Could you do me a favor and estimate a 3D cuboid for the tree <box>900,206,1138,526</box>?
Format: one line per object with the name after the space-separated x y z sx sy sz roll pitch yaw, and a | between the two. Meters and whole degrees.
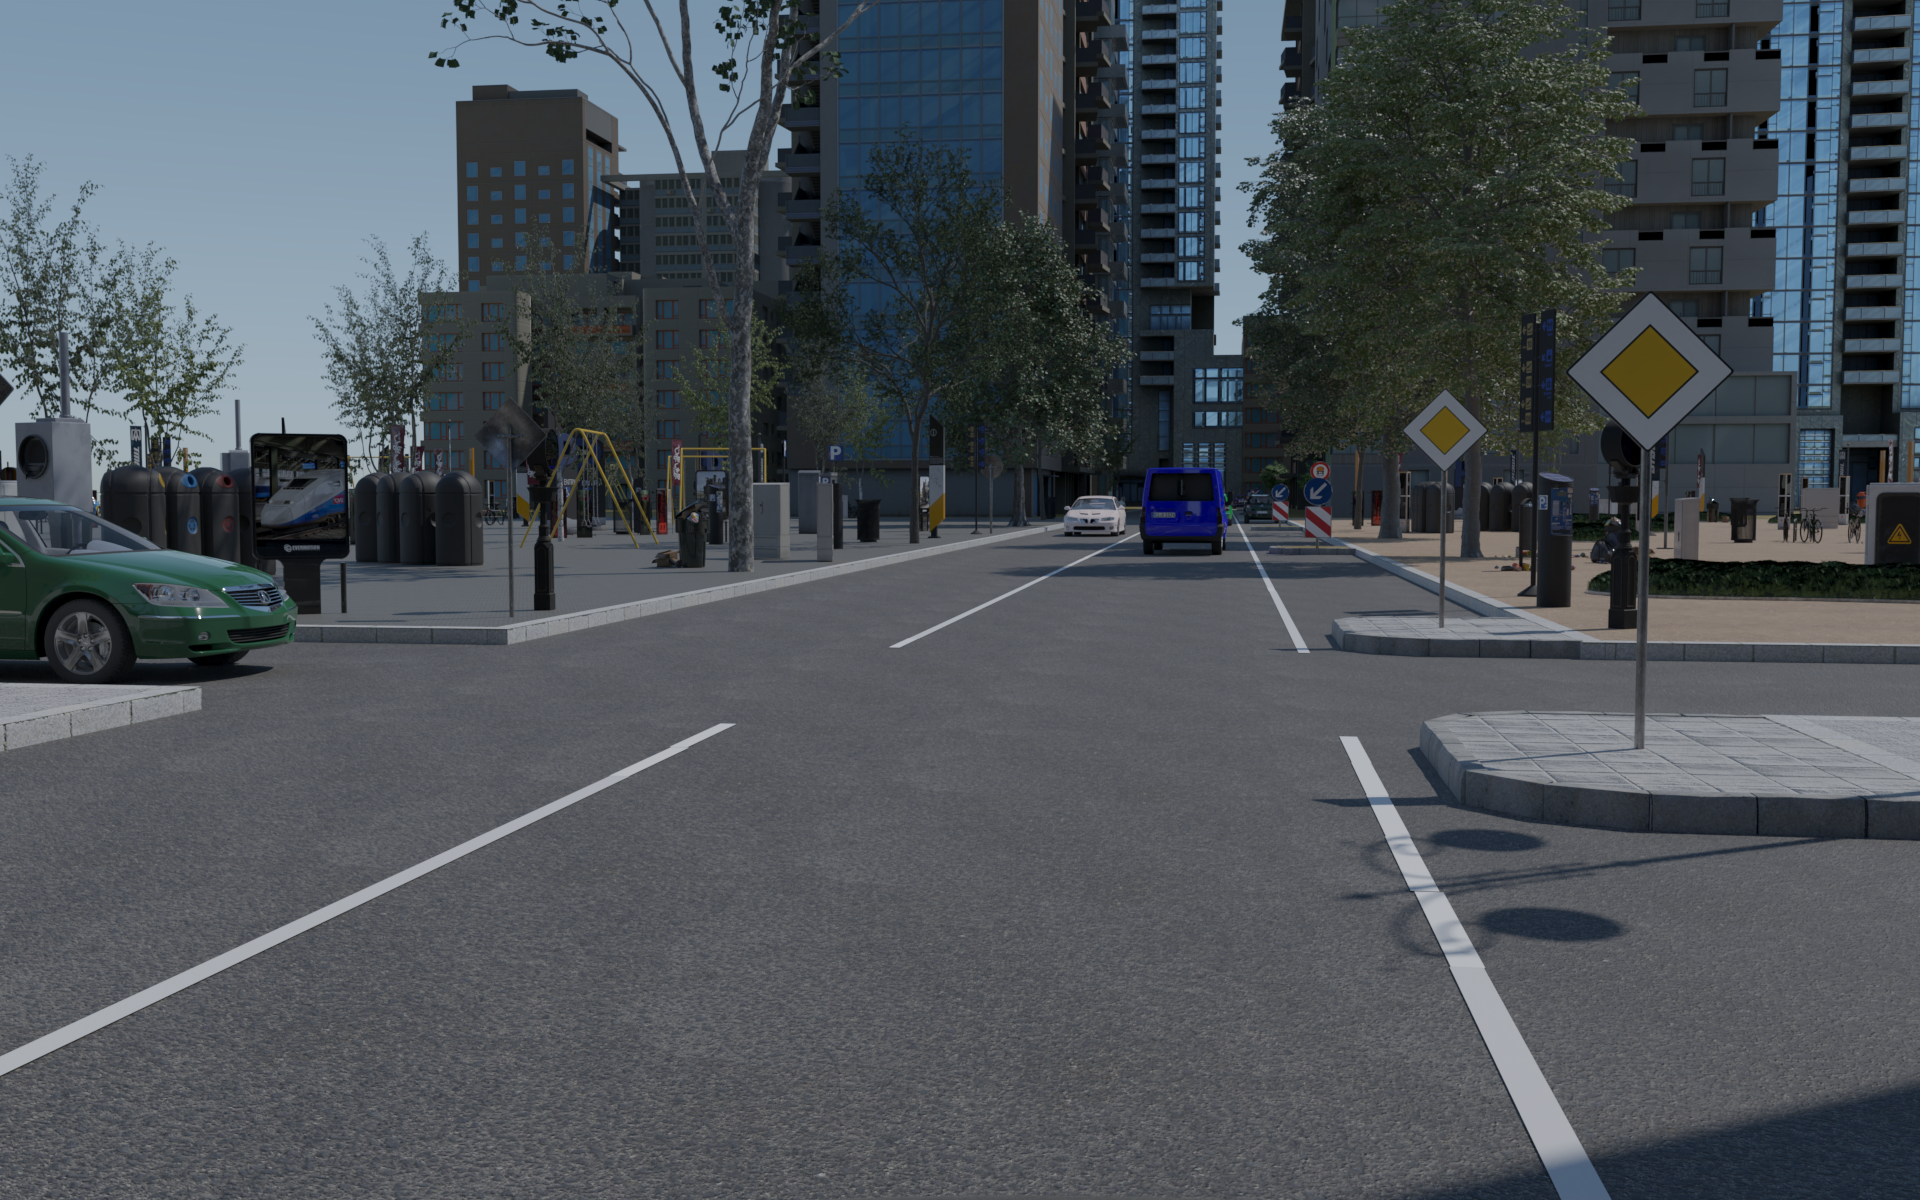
2.321 -9.328 69.523 9.611 12.733 9.660 0 3 0 | tree

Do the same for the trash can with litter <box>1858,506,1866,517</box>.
20.261 -1.631 38.054 1.055 1.170 0.624 -3 4 -39 | trash can with litter

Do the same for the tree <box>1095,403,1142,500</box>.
12.457 -11.582 139.723 4.737 8.622 4.395 0 3 0 | tree

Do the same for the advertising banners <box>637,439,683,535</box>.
-9.443 -3.577 54.676 0.090 3.025 2.074 2 4 34 | advertising banners

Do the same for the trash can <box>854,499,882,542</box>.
-2.447 -2.115 46.228 0.748 1.137 0.748 0 3 0 | trash can

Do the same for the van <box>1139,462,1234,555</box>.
5.557 -2.332 42.507 2.240 2.365 5.245 1 4 10 | van

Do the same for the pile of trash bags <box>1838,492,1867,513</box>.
40.844 -4.299 80.045 3.447 1.369 1.912 -2 4 -30 | pile of trash bags

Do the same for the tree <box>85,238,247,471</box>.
-23.170 -6.101 50.108 4.737 8.622 4.395 0 3 0 | tree

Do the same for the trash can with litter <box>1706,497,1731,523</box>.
34.150 -4.071 77.940 1.055 1.170 0.624 2 4 27 | trash can with litter

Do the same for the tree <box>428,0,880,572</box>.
-4.047 -10.620 29.523 12.611 20.169 13.585 0 3 0 | tree

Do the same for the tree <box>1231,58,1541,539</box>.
12.385 -8.753 49.771 9.857 13.997 8.962 0 3 0 | tree

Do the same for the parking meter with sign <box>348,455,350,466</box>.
-27.388 -4.900 76.368 0.543 3.016 1.738 0 4 -4 | parking meter with sign

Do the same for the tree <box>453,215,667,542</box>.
-10.555 -5.884 46.559 4.360 8.622 3.978 0 3 0 | tree

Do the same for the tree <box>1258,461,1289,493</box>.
30.435 -11.220 167.165 4.285 4.588 4.351 0 3 0 | tree

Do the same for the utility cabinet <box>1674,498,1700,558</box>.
12.572 -1.152 29.996 0.306 1.237 1.020 1 4 16 | utility cabinet

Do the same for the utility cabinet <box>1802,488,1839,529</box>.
31.400 -3.337 63.234 1.173 1.500 0.318 0 4 4 | utility cabinet

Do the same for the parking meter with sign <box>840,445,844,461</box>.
-4.662 -3.969 61.162 0.543 3.016 1.738 1 4 16 | parking meter with sign

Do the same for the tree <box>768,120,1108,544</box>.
-1.373 -6.722 44.323 8.767 10.594 7.601 2 4 29 | tree

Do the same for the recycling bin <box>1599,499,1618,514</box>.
32.591 -4.556 87.043 0.722 1.027 0.722 -3 5 -39 | recycling bin

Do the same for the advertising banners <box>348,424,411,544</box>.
-14.719 -2.905 43.682 2.074 3.025 0.090 2 4 28 | advertising banners

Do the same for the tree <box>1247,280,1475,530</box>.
14.262 -7.814 62.164 8.767 10.594 7.601 1 4 23 | tree

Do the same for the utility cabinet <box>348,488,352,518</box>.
-23.732 -3.688 68.976 1.173 1.500 0.318 -2 4 -28 | utility cabinet

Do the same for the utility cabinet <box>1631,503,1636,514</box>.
33.884 -4.754 86.398 0.318 1.500 1.173 0 4 -4 | utility cabinet

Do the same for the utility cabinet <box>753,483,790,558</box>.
-3.921 -1.570 34.346 1.173 1.500 0.318 3 4 36 | utility cabinet

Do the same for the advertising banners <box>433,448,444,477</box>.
-18.969 -4.206 64.961 2.074 3.025 0.090 2 4 29 | advertising banners

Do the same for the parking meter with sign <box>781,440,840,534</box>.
-4.848 -3.644 55.835 1.738 3.016 0.543 0 4 1 | parking meter with sign

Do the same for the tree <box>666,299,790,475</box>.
-8.509 -6.998 64.775 4.737 8.622 4.395 0 3 0 | tree

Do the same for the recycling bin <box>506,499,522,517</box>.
-24.534 -5.079 95.588 0.722 1.027 0.722 2 4 24 | recycling bin

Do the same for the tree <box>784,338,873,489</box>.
-6.249 -7.865 78.948 4.360 8.622 3.978 0 3 0 | tree

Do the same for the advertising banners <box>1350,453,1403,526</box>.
16.784 -4.498 69.726 2.074 3.025 0.090 1 4 11 | advertising banners

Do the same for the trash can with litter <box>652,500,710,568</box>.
-4.908 -1.154 30.260 1.055 1.170 0.624 2 4 24 | trash can with litter

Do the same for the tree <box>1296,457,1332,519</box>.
18.237 -5.778 89.068 1.663 3.219 1.824 0 3 0 | tree

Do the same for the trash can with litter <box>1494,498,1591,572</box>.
9.869 -1.111 29.222 1.678 1.210 2.233 3 5 44 | trash can with litter

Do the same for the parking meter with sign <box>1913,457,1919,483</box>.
44.563 -5.166 80.726 1.738 3.016 0.543 -3 4 -37 | parking meter with sign

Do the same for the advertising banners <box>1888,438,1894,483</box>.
29.830 -3.603 55.105 2.074 3.025 0.090 -3 5 -44 | advertising banners

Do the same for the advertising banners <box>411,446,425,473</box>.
-20.384 -4.059 62.552 2.074 3.025 0.090 -1 4 -19 | advertising banners

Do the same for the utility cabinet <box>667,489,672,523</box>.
-12.706 -4.025 74.491 0.318 1.500 1.173 0 4 7 | utility cabinet

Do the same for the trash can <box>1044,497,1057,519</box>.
4.617 -4.731 89.003 0.748 1.137 0.748 0 3 0 | trash can

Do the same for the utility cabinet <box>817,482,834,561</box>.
-2.577 -1.503 33.246 0.318 1.500 1.173 0 4 -4 | utility cabinet

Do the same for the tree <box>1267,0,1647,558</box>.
9.941 -7.129 34.685 7.486 12.596 7.792 0 3 0 | tree

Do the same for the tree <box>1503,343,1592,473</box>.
28.181 -8.092 82.672 4.737 8.622 4.395 0 3 0 | tree

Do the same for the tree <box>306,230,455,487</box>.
-15.412 -5.953 47.701 4.360 8.622 3.978 0 3 0 | tree

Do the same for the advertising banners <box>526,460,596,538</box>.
-11.680 -3.319 50.454 2.074 3.025 0.090 -1 4 -23 | advertising banners

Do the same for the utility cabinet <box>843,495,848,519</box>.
-6.172 -4.836 90.228 0.306 1.237 1.020 -2 4 -26 | utility cabinet

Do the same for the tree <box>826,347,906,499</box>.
-4.786 -8.225 84.835 4.737 8.622 4.395 0 3 0 | tree

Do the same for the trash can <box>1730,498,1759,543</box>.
20.647 -2.077 45.619 0.748 1.137 0.748 0 3 0 | trash can

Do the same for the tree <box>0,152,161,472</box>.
-19.619 -5.338 37.632 4.360 8.622 3.978 0 3 0 | tree

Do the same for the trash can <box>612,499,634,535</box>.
-10.731 -2.658 55.114 0.748 1.137 0.748 0 3 0 | trash can

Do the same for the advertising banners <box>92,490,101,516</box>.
-33.146 -4.274 66.072 2.074 3.025 0.090 0 4 3 | advertising banners

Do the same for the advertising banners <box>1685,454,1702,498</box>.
32.679 -4.954 77.185 0.090 3.025 2.074 0 4 6 | advertising banners
